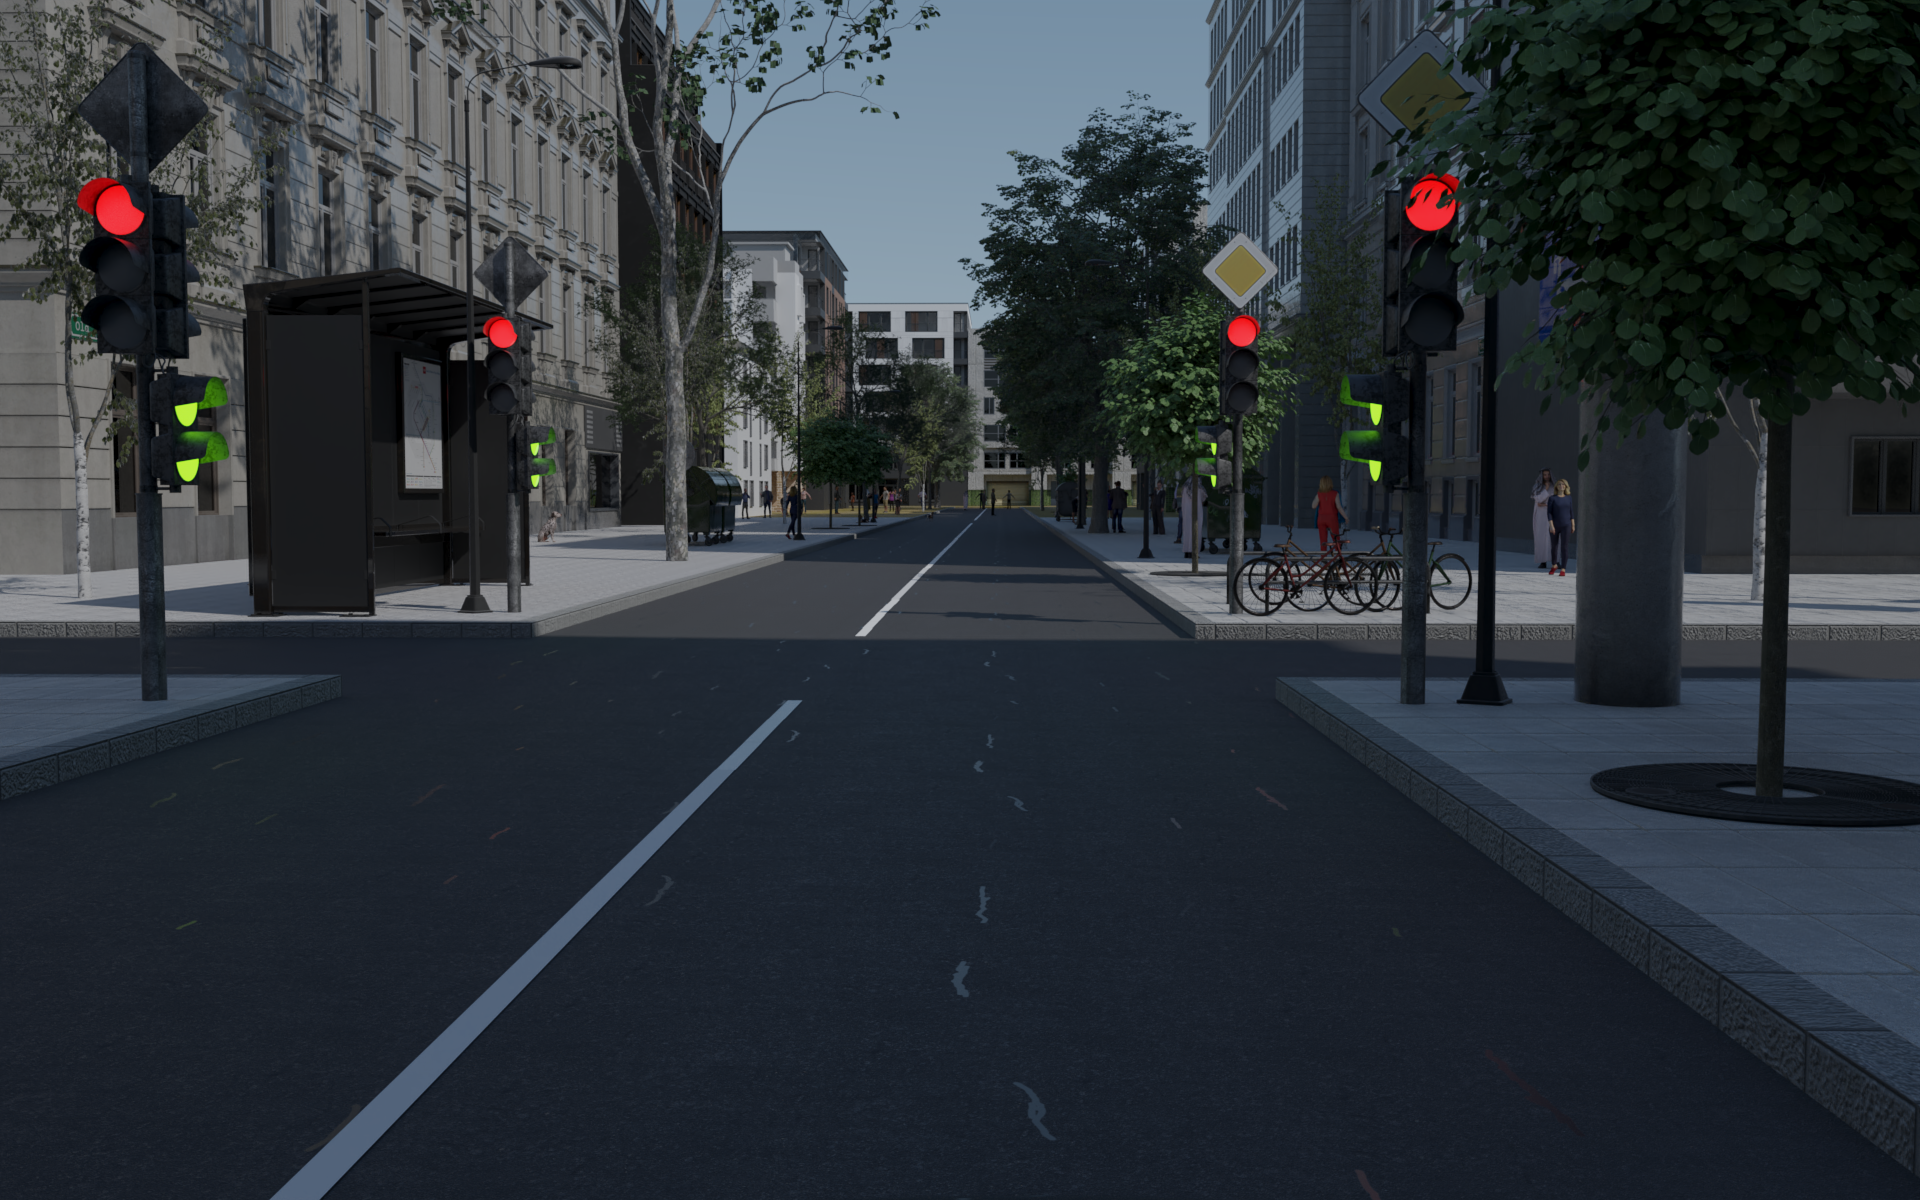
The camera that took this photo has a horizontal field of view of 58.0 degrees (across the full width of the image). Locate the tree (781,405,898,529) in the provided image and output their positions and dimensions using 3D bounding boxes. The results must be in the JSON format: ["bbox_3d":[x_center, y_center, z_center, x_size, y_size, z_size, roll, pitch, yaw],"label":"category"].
[{"bbox_3d":[-4.851,-4.893,63.706,4.285,4.588,4.351,0,3,0],"label":"tree"}]

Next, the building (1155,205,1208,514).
[{"bbox_3d":[22.626,-15.099,113.320,16.747,18.905,31.486,0,4,1],"label":"building"}]

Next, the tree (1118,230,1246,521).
[{"bbox_3d":[6.821,-5.995,48.381,4.737,8.622,4.395,0,3,0],"label":"tree"}]

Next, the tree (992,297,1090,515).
[{"bbox_3d":[5.859,-12.088,105.067,7.806,13.903,7.818,0,3,0],"label":"tree"}]

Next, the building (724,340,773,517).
[{"bbox_3d":[-16.241,-10.184,108.651,9.099,9.664,28.070,0,4,1],"label":"building"}]

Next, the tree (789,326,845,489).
[{"bbox_3d":[-7.354,-7.602,74.659,4.737,8.622,4.395,0,3,0],"label":"tree"}]

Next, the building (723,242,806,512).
[{"bbox_3d":[-19.486,-16.620,128.161,16.016,20.091,11.380,0,4,1],"label":"building"}]

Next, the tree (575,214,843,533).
[{"bbox_3d":[-8.583,-7.484,56.773,7.601,10.594,8.767,1,4,8],"label":"tree"}]

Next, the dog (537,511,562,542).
[{"bbox_3d":[-11.078,-1.952,46.297,0.800,0.831,0.513,3,5,40],"label":"dog"}]

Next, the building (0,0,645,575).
[{"bbox_3d":[-21.616,-16.621,48.172,17.030,29.872,44.131,0,4,1],"label":"building"}]

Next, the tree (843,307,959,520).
[{"bbox_3d":[-4.904,-9.191,84.690,7.601,10.594,8.767,1,4,13],"label":"tree"}]

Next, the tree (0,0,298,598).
[{"bbox_3d":[-10.565,-4.330,21.158,4.360,8.622,3.978,0,3,0],"label":"tree"}]

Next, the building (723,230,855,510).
[{"bbox_3d":[-26.729,-18.638,148.712,32.646,21.610,27.936,0,4,1],"label":"building"}]

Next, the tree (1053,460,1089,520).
[{"bbox_3d":[5.608,-5.577,85.792,1.663,3.219,1.824,0,3,0],"label":"tree"}]

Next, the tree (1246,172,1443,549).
[{"bbox_3d":[8.917,-5.468,39.757,4.737,8.622,4.395,0,3,0],"label":"tree"}]

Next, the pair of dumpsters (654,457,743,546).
[{"bbox_3d":[-6.654,-2.567,44.465,1.574,2.255,4.436,0,4,1],"label":"pair of dumpsters"}]

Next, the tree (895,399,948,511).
[{"bbox_3d":[-2.929,-10.920,128.905,4.737,8.622,4.395,0,3,0],"label":"tree"}]

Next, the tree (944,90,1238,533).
[{"bbox_3d":[4.553,-9.167,56.540,9.857,13.997,8.962,0,3,0],"label":"tree"}]

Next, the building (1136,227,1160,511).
[{"bbox_3d":[28.611,-18.418,145.111,27.936,21.610,32.646,0,4,1],"label":"building"}]

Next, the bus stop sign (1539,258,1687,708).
[{"bbox_3d":[4.123,-1.320,10.595,0.837,3.901,0.837,-1,4,-10],"label":"bus stop sign"}]

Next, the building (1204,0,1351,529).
[{"bbox_3d":[18.284,-18.383,78.049,11.434,29.767,29.804,0,4,1],"label":"building"}]

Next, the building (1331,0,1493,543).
[{"bbox_3d":[20.060,-16.343,53.118,13.634,28.700,20.117,0,4,1],"label":"building"}]

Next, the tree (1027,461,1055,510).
[{"bbox_3d":[6.776,-11.717,141.931,4.737,8.622,4.395,0,3,0],"label":"tree"}]

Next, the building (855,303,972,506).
[{"bbox_3d":[-15.118,-21.731,199.273,32.646,21.610,27.936,0,4,1],"label":"building"}]

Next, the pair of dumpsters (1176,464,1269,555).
[{"bbox_3d":[5.836,-2.214,38.688,1.574,2.255,4.436,0,4,1],"label":"pair of dumpsters"}]

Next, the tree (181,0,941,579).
[{"bbox_3d":[-6.189,-10.733,31.374,12.611,20.169,13.585,0,3,0],"label":"tree"}]

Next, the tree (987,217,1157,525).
[{"bbox_3d":[4.982,-9.413,72.025,7.486,12.596,7.792,0,3,0],"label":"tree"}]

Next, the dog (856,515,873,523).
[{"bbox_3d":[-4.230,-3.605,76.673,0.748,0.427,0.550,1,4,11],"label":"dog"}]

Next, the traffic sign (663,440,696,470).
[{"bbox_3d":[-6.441,-2.421,39.692,0.768,2.556,0.104,0,4,5],"label":"traffic sign"}]

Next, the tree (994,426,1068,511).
[{"bbox_3d":[6.008,-12.077,131.863,7.601,10.594,8.767,-2,4,-28],"label":"tree"}]

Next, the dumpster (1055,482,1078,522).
[{"bbox_3d":[5.098,-4.595,80.894,1.264,1.857,1.865,0,4,1],"label":"dumpster"}]

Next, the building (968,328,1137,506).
[{"bbox_3d":[16.806,-19.972,193.002,31.486,18.905,16.747,0,4,1],"label":"building"}]

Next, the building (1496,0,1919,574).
[{"bbox_3d":[23.915,-14.587,32.006,24.014,27.812,14.314,0,4,1],"label":"building"}]

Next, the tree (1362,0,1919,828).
[{"bbox_3d":[3.382,-1.442,7.289,4.285,4.588,4.351,0,3,0],"label":"tree"}]

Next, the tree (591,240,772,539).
[{"bbox_3d":[-8.101,-6.083,49.827,4.360,8.622,3.978,0,3,0],"label":"tree"}]

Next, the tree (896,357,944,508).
[{"bbox_3d":[-2.017,-15.541,160.749,9.857,13.997,8.962,0,3,0],"label":"tree"}]

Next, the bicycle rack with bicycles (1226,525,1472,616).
[{"bbox_3d":[4.242,-0.358,19.233,2.925,0.926,2.852,0,4,-3],"label":"bicycle rack with bicycles"}]

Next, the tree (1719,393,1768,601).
[{"bbox_3d":[9.635,-4.313,20.877,4.360,8.622,3.978,0,3,0],"label":"tree"}]

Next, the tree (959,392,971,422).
[{"bbox_3d":[-3.827,-10.579,107.372,8.767,10.594,7.601,-1,4,-22],"label":"tree"}]

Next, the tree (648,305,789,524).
[{"bbox_3d":[-9.744,-7.082,66.155,4.737,8.622,4.395,0,3,0],"label":"tree"}]

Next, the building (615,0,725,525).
[{"bbox_3d":[-18.090,-15.202,78.222,12.332,23.373,15.834,0,4,1],"label":"building"}]

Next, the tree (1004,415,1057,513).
[{"bbox_3d":[6.913,-11.907,120.431,9.928,11.665,9.643,0,3,0],"label":"tree"}]

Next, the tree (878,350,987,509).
[{"bbox_3d":[-2.628,-14.461,146.808,12.009,13.543,11.850,0,3,0],"label":"tree"}]
